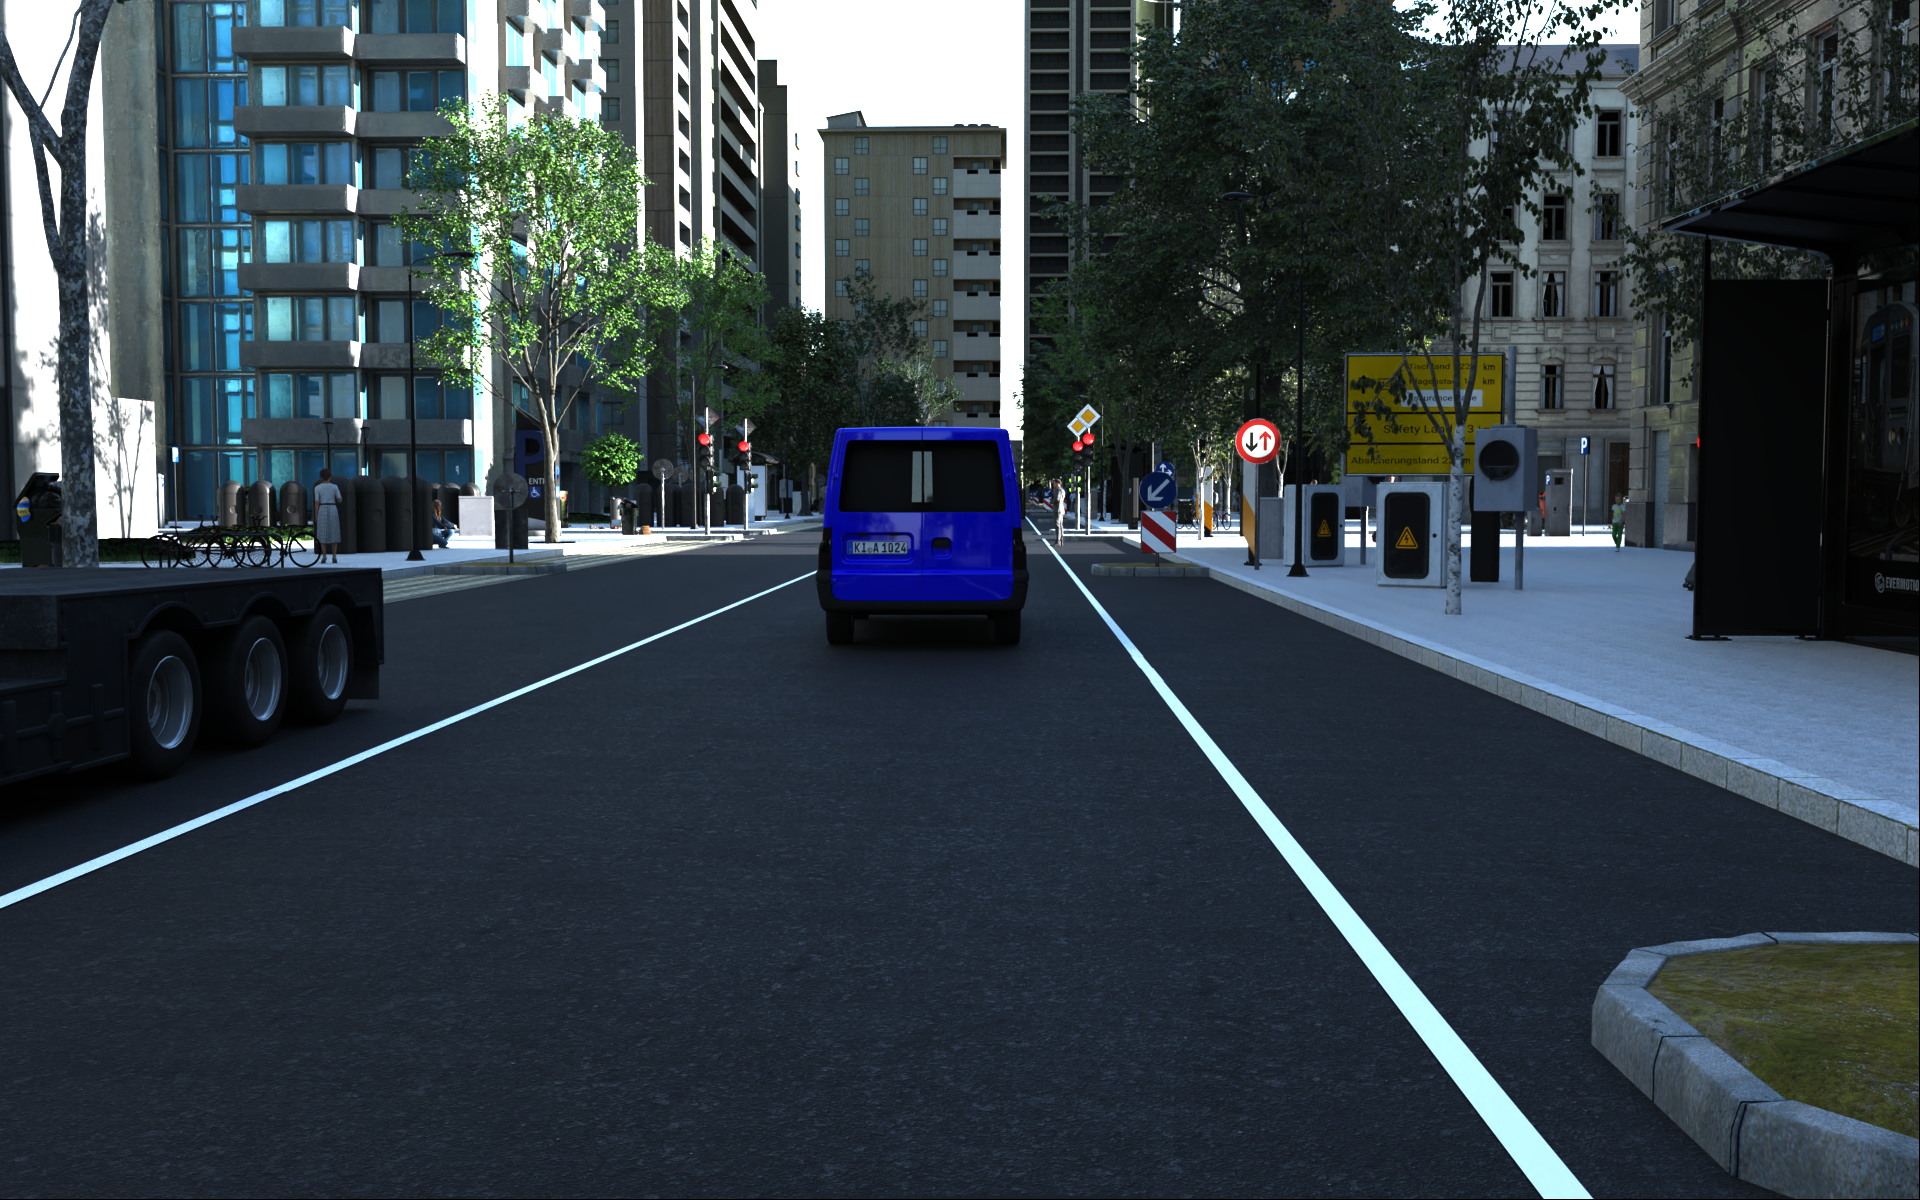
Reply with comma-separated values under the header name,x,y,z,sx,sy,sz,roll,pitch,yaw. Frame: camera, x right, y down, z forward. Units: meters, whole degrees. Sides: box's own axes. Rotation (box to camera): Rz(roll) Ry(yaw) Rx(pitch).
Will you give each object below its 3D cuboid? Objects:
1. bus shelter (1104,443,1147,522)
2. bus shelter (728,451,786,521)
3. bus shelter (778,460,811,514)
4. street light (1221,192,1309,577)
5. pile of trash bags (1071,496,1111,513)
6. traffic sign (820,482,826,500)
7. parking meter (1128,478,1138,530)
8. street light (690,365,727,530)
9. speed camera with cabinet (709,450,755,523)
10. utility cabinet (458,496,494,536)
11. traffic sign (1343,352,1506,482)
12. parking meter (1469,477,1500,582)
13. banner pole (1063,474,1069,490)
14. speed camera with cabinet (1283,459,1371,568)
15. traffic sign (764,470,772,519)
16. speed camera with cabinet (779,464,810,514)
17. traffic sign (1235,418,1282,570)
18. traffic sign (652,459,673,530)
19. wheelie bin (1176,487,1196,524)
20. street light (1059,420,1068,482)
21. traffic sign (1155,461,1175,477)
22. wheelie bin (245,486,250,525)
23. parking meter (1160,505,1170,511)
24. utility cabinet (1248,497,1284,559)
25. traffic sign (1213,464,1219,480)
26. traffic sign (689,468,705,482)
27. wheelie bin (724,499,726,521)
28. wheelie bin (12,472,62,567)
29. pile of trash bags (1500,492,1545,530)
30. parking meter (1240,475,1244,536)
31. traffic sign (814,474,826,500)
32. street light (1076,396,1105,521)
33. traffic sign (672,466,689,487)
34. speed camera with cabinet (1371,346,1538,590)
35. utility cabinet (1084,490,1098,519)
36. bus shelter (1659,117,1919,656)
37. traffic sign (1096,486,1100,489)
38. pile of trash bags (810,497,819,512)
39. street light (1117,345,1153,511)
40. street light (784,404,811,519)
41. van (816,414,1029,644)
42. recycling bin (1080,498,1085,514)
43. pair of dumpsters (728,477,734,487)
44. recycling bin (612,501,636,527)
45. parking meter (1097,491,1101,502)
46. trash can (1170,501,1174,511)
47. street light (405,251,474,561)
name,x,y,z,sx,sy,sz,roll,pitch,yaw
bus shelter,7.865,-5.574,82.420,1.731,3.624,6.357,0,4,2
bus shelter,-9.830,-5.528,84.314,2.014,3.302,5.546,0,4,2
bus shelter,-11.024,-7.662,116.552,1.731,3.624,6.357,0,4,2
street light,4.722,-3.319,26.810,1.470,5.913,1.316,0,4,2
pile of trash bags,9.213,-6.609,117.805,3.447,1.369,1.912,-1,4,-18
traffic sign,-9.681,-7.325,119.876,0.768,2.556,0.104,0,4,4
parking meter,6.269,-3.487,62.729,0.255,1.863,0.399,-1,4,-18
street light,-9.092,-5.512,62.659,1.470,5.913,1.316,0,4,2
speed camera with cabinet,-10.219,-5.095,77.643,2.038,3.252,0.660,-3,4,-38
utility cabinet,-14.883,-2.577,53.301,1.020,1.237,0.306,-1,4,-10
traffic sign,6.664,-1.900,24.946,2.265,3.308,0.079,0,4,4
parking meter,7.669,-1.199,25.313,0.399,1.863,0.255,3,4,38
banner pole,8.555,-8.989,136.988,0.863,3.779,0.401,1,4,13
speed camera with cabinet,6.709,-2.229,30.783,2.038,3.252,0.660,-2,4,-32
traffic sign,-9.989,-5.396,88.329,0.768,2.556,0.104,1,4,8
speed camera with cabinet,-10.475,-7.058,109.734,2.038,3.252,0.660,2,4,34
traffic sign,5.033,-1.784,29.277,0.768,2.556,0.104,0,4,7
traffic sign,-10.729,-3.817,62.507,0.768,2.556,0.104,0,4,5
wheelie bin,9.537,-4.008,73.434,0.980,1.594,0.693,1,4,13
street light,6.927,-8.329,108.717,1.470,5.913,1.316,0,4,2
traffic sign,7.953,-4.113,67.347,0.768,2.556,0.104,1,4,8
wheelie bin,-26.034,-3.431,64.011,0.980,1.594,0.693,-3,5,-42
parking meter,7.944,-3.746,66.961,0.399,1.863,0.255,-1,4,-12
utility cabinet,6.228,-1.412,34.245,1.020,1.237,0.306,1,4,16
traffic sign,9.597,-4.068,66.613,0.768,2.556,0.104,0,4,3
traffic sign,-12.358,-4.966,81.299,0.768,2.556,0.104,1,4,9
wheelie bin,-11.294,-4.659,84.086,0.693,1.594,0.980,1,4,13
wheelie bin,-13.265,-1.059,25.216,0.693,1.594,0.980,0,4,3
pile of trash bags,20.552,-3.200,62.077,1.912,1.369,3.447,0,4,0
parking meter,8.711,-2.865,52.555,0.399,1.863,0.255,-2,4,-31
traffic sign,-9.073,-6.848,112.069,0.768,2.556,0.104,0,4,7
street light,6.154,-6.679,81.741,1.470,5.913,1.316,0,4,2
traffic sign,-12.719,-4.813,78.794,0.768,2.556,0.104,0,4,4
speed camera with cabinet,6.723,-1.784,23.507,2.038,3.252,0.660,3,4,36
utility cabinet,6.606,-4.799,87.148,0.318,1.500,1.173,1,4,23
bus shelter,6.867,-1.274,12.110,1.731,3.624,6.357,0,4,1
traffic sign,10.703,-8.206,136.304,0.606,2.300,0.079,0,4,8
pile of trash bags,-9.871,-7.265,128.539,3.447,1.369,1.912,-3,4,-38
street light,5.422,-4.969,53.788,1.470,5.913,1.316,0,4,2
street light,-8.410,-7.162,89.637,1.470,5.913,1.316,0,4,2
van,-0.359,-0.845,18.198,2.240,2.365,5.245,0,4,0
recycling bin,7.772,-6.004,110.726,0.722,1.027,0.722,0,4,-3
pair of dumpsters,-11.785,-5.338,89.771,1.574,2.255,4.437,0,4,1
recycling bin,-12.935,-3.311,66.695,0.722,1.027,0.722,1,4,16
parking meter,10.397,-7.400,129.392,0.372,1.533,0.369,0,3,0
trash can,9.236,-4.017,77.325,0.748,1.137,0.748,0,3,0
street light,-9.975,-3.712,33.236,1.470,5.913,1.316,0,4,2
